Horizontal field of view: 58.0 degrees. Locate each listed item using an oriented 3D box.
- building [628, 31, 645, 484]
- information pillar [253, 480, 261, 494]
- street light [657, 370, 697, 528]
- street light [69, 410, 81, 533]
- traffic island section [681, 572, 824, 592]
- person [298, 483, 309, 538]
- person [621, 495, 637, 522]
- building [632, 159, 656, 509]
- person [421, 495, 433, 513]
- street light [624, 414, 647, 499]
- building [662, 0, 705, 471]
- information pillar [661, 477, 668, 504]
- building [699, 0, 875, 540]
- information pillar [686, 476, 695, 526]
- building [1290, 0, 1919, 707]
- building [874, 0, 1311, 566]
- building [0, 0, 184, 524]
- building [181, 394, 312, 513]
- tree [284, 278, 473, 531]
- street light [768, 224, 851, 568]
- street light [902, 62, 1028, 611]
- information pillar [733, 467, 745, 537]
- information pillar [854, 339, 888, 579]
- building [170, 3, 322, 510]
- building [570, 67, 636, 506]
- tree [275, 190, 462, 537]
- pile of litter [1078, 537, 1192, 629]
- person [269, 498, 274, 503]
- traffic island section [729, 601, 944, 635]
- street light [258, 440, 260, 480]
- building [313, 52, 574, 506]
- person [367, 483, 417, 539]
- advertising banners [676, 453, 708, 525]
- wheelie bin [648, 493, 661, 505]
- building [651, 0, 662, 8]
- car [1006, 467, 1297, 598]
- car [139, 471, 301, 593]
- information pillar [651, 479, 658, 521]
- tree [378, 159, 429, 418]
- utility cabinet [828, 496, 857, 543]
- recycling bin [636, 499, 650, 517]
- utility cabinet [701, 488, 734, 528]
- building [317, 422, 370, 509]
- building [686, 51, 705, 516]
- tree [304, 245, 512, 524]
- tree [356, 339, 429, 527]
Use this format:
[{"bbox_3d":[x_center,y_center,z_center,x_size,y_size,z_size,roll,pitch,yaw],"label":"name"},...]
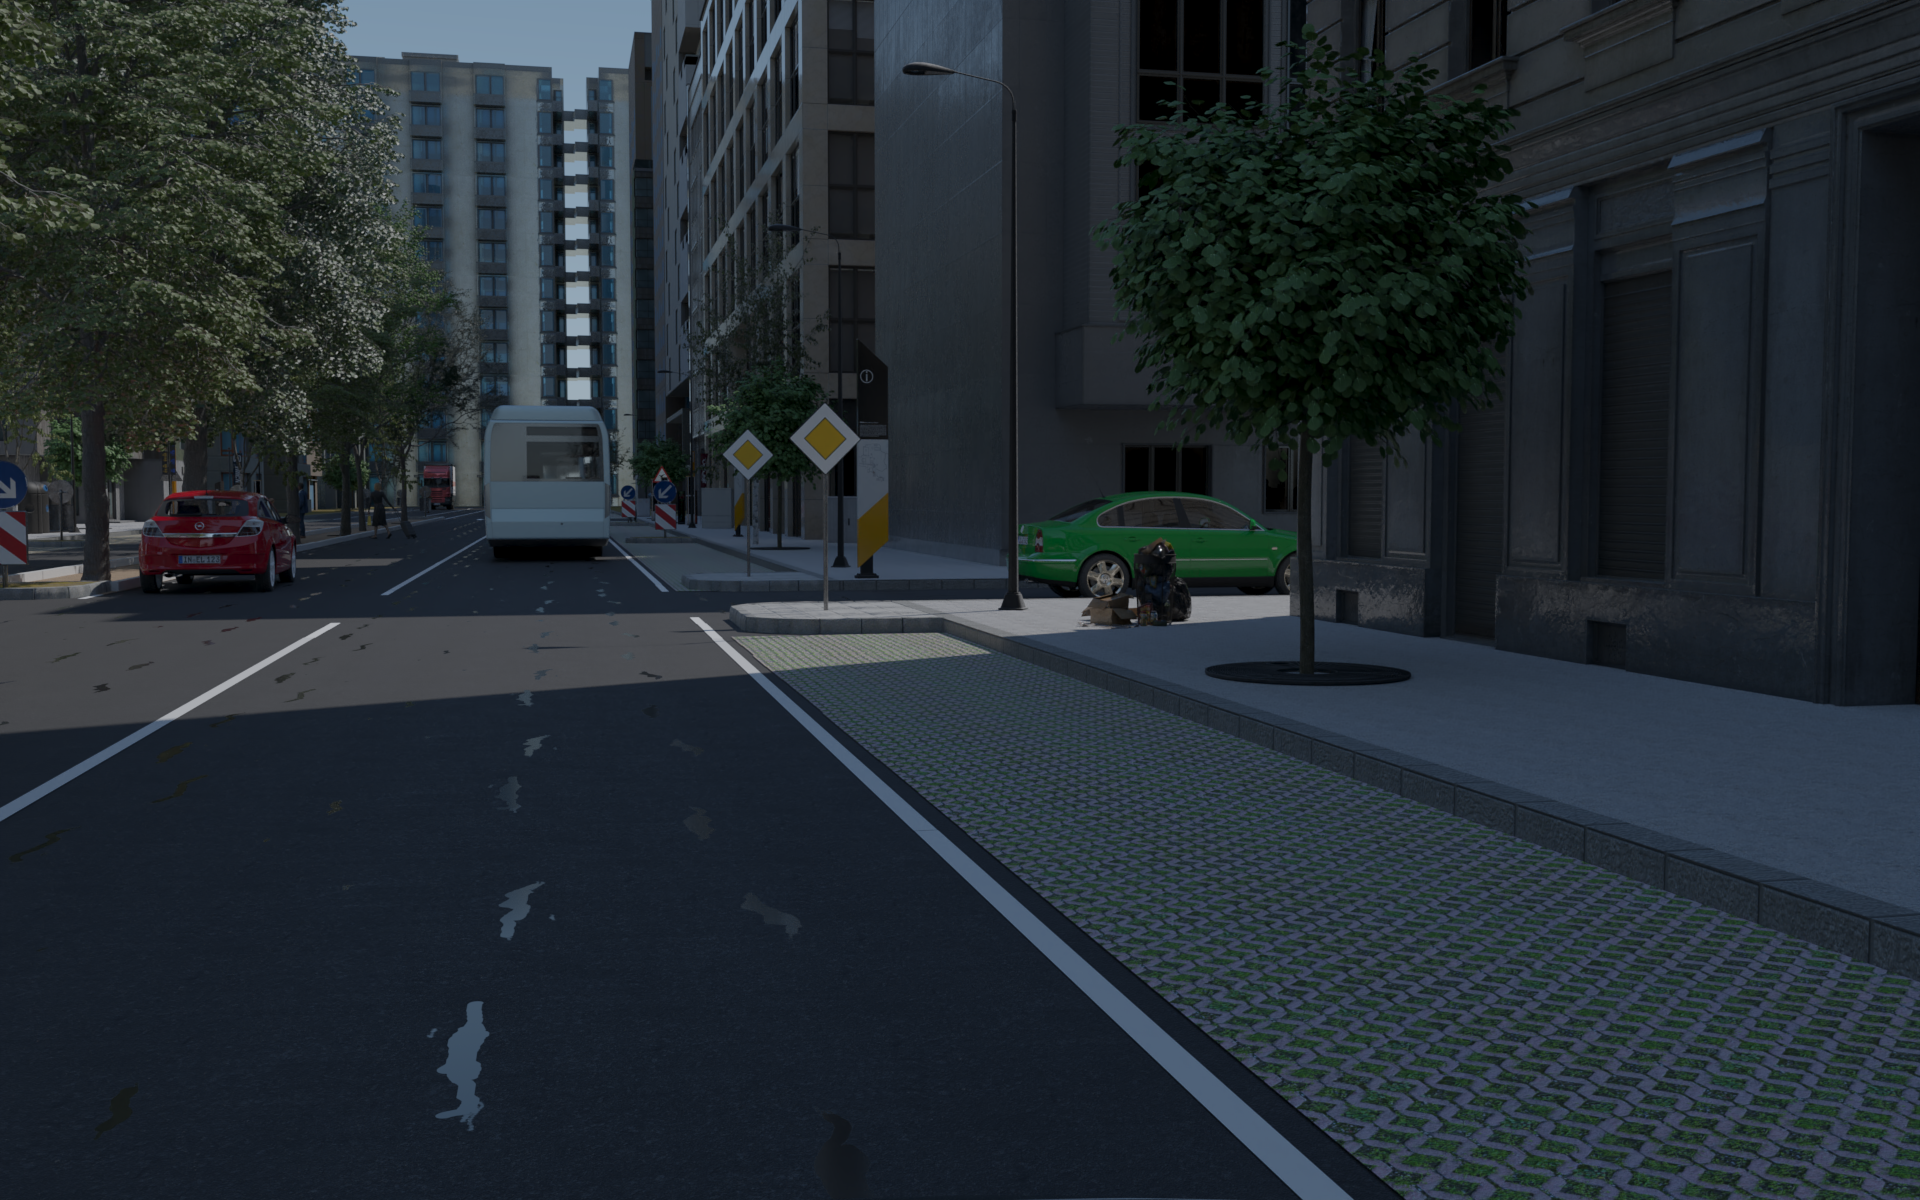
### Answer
[{"bbox_3d":[-24.513,-31.633,167.318,14.600,45.320,14.200,-1,4,-13],"label":"building"},{"bbox_3d":[-37.168,-5.330,91.642,0.304,2.012,0.304,-3,4,-38],"label":"information pillar"},{"bbox_3d":[-10.628,-5.657,65.029,1.470,5.913,1.316,-1,4,-13],"label":"street light"},{"bbox_3d":[-28.810,-5.187,57.349,1.470,5.913,1.316,-1,4,-13],"label":"street light"},{"bbox_3d":[-3.260,-0.283,26.909,2.009,0.180,2.903,-1,4,-13],"label":"traffic island section"},{"bbox_3d":[-21.198,-2.879,55.751,0.419,1.800,0.721,-1,4,-19],"label":"person"},{"bbox_3d":[-16.067,-4.592,84.059,0.782,1.767,0.515,-1,4,-10],"label":"person"},{"bbox_3d":[-21.865,-23.349,153.463,14.160,30.474,14.107,-1,4,-13],"label":"building"},{"bbox_3d":[-40.295,-7.429,130.697,1.217,1.736,0.721,1,4,21],"label":"person"},{"bbox_3d":[-18.748,-7.817,100.351,1.470,5.913,1.316,-1,4,-13],"label":"street light"},{"bbox_3d":[-6.307,-32.494,120.512,28.713,52.752,27.495,-1,4,-13],"label":"building"},{"bbox_3d":[-12.748,-4.300,74.795,0.304,2.012,0.304,0,4,-8],"label":"information pillar"},{"bbox_3d":[1.181,-16.018,66.409,19.350,26.468,34.151,-1,4,-13],"label":"building"},{"bbox_3d":[-10.998,-4.050,70.710,0.304,2.012,0.304,-1,4,-23],"label":"information pillar"},{"bbox_3d":[10.053,-9.840,10.040,9.793,20.994,18.267,-1,4,-13],"label":"building"},{"bbox_3d":[14.025,-13.422,38.522,30.058,24.678,14.314,-1,4,-13],"label":"building"},{"bbox_3d":[-42.954,-18.558,75.130,14.160,30.474,14.107,-1,4,-13],"label":"building"},{"bbox_3d":[-56.934,-16.020,106.965,27.650,21.520,28.899,-1,4,-13],"label":"building"},{"bbox_3d":[-23.019,-7.936,66.616,8.767,10.594,7.601,-1,4,-13],"label":"tree"},{"bbox_3d":[-2.618,-3.519,30.073,1.470,5.913,1.316,-1,4,-13],"label":"street light"},{"bbox_3d":[0.062,-2.838,18.936,1.470,5.913,1.316,-1,4,-13],"label":"street light"},{"bbox_3d":[-6.622,-3.703,51.904,0.183,3.616,0.504,-3,4,-36],"label":"information pillar"},{"bbox_3d":[-1.344,-2.139,26.322,0.504,3.616,0.183,-1,4,-17],"label":"information pillar"},{"bbox_3d":[-56.028,-29.261,128.522,14.600,45.320,14.200,-1,4,-13],"label":"building"},{"bbox_3d":[-28.003,-35.303,196.808,30.456,49.044,23.786,-1,4,-13],"label":"building"},{"bbox_3d":[-20.615,-7.942,58.057,9.928,11.665,9.643,0,3,0],"label":"tree"},{"bbox_3d":[1.700,-0.204,17.300,1.176,0.858,1.719,3,5,41],"label":"pile of litter"},{"bbox_3d":[-28.319,-3.558,71.336,0.373,1.253,0.362,-1,4,-21],"label":"person"},{"bbox_3d":[-1.461,0.193,19.129,2.009,0.180,2.903,-1,4,-13],"label":"traffic island section"},{"bbox_3d":[-36.997,-7.358,92.846,1.470,5.913,1.316,-1,4,-13],"label":"street light"},{"bbox_3d":[-57.937,-34.953,191.086,30.456,49.044,23.786,-1,4,-13],"label":"building"},{"bbox_3d":[-18.259,-2.859,55.460,1.509,1.804,0.699,1,4,12],"label":"person"},{"bbox_3d":[-11.360,-4.734,73.592,0.090,3.025,2.074,2,4,32],"label":"advertising banners"},{"bbox_3d":[-15.273,-4.856,87.307,0.980,1.594,0.693,-2,4,-26],"label":"wheelie bin"},{"bbox_3d":[-17.308,-29.936,139.561,14.600,45.320,14.200,-1,4,-13],"label":"building"},{"bbox_3d":[3.006,-0.900,23.509,4.718,1.807,1.959,-1,4,-13],"label":"car"},{"bbox_3d":[-11.342,-1.077,26.646,2.155,1.783,4.494,-1,4,-15],"label":"car"},{"bbox_3d":[-14.519,-4.764,82.378,0.304,2.012,0.304,-1,4,-19],"label":"information pillar"},{"bbox_3d":[-19.189,-7.875,49.336,7.486,12.596,7.792,0,3,0],"label":"tree"},{"bbox_3d":[-3.063,-2.101,45.513,1.020,1.237,0.306,1,4,14],"label":"utility cabinet"},{"bbox_3d":[-17.921,-5.220,97.902,0.722,1.027,0.722,-1,4,-17],"label":"recycling bin"},{"bbox_3d":[-8.972,-3.397,64.225,1.173,1.500,0.318,1,4,14],"label":"utility cabinet"},{"bbox_3d":[-69.990,-51.316,151.683,31.000,86.520,22.319,-1,4,-13],"label":"building"},{"bbox_3d":[-7.644,-16.768,92.172,12.078,24.808,19.932,-1,4,-13],"label":"building"},{"bbox_3d":[-26.617,-10.386,82.633,12.009,13.543,11.850,0,3,0],"label":"tree"},{"bbox_3d":[-24.653,-7.394,73.717,4.737,8.622,4.395,0,3,0],"label":"tree"}]
